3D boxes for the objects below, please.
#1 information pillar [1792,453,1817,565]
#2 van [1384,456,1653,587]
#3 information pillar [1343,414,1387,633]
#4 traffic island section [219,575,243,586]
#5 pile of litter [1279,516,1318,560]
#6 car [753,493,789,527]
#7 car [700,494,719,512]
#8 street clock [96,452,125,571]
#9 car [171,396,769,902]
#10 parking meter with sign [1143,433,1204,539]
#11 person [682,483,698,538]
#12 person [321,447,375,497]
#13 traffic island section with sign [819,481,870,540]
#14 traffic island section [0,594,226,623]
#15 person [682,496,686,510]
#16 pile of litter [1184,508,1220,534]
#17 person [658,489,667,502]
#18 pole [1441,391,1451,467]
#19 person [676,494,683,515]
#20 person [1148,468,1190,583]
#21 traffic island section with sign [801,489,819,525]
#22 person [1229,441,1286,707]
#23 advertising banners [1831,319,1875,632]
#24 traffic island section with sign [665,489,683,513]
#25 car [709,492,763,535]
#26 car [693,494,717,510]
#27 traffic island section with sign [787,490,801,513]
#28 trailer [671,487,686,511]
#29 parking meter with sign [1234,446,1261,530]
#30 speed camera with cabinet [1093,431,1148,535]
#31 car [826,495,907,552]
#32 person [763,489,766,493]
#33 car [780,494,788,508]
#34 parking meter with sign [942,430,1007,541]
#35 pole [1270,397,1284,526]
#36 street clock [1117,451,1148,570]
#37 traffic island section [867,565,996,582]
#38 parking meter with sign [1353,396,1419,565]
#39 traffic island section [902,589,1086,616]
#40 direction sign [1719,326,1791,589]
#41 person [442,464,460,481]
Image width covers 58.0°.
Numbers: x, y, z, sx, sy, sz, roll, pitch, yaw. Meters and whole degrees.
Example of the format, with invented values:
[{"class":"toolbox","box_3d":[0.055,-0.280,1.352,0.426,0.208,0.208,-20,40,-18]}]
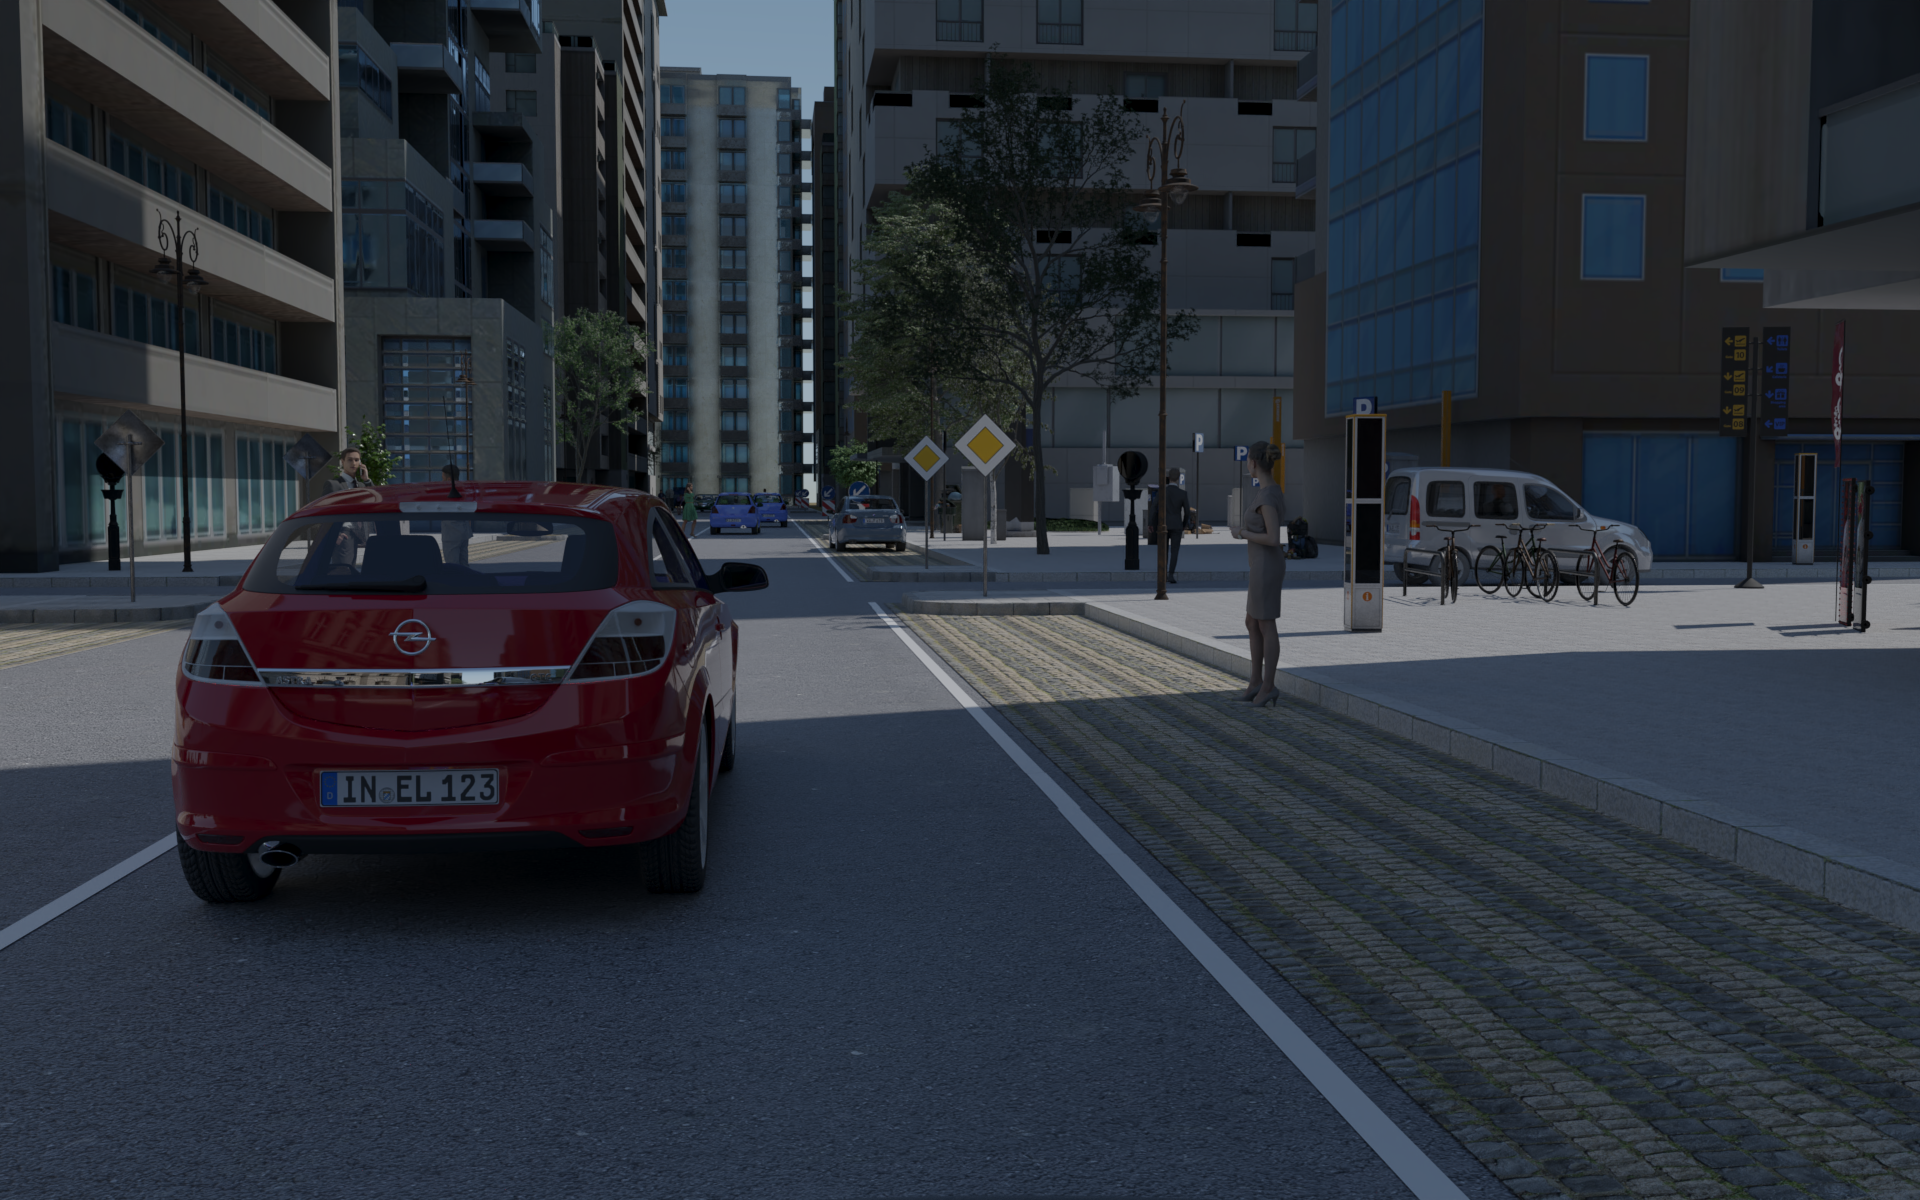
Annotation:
[{"class":"information pillar","box_3d":[15.250,-1.639,31.284,0.304,2.012,0.304,1,4,12]},{"class":"van","box_3d":[8.631,-1.219,26.945,4.112,2.044,2.013,0,4,-6]},{"class":"information pillar","box_3d":[3.759,-0.710,16.099,0.304,2.012,0.304,0,4,-1]},{"class":"traffic island section","box_3d":[-10.729,-0.381,28.513,2.009,0.180,2.903,0,4,-6]},{"class":"pile of litter","box_3d":[6.456,-1.249,34.380,1.719,0.858,1.176,-3,4,-38]},{"class":"car","box_3d":[-8.414,-4.034,75.552,1.945,1.707,3.694,0,4,-8]},{"class":"car","box_3d":[-20.318,-7.944,141.680,2.131,1.459,4.920,0,4,-7]},{"class":"street clock","box_3d":[-14.188,-1.495,29.009,0.471,2.002,0.358,-2,4,-25]},{"class":"car","box_3d":[-1.933,0.087,7.625,2.155,1.783,4.494,0,4,-5]},{"class":"parking meter with sign","box_3d":[6.113,-3.289,50.031,1.738,3.016,0.543,2,4,33]},{"class":"person","box_3d":[-8.836,-2.920,56.489,0.529,1.795,0.600,1,4,9]},{"class":"person","box_3d":[-6.117,-0.584,17.411,0.474,1.900,0.648,1,4,9]},{"class":"traffic island section with sign","box_3d":[-3.306,-2.800,54.405,1.989,1.847,2.006,0,4,-6]},{"class":"traffic island section","box_3d":[-9.845,0.104,20.577,2.009,0.180,2.903,0,4,-6]},{"class":"person","box_3d":[-19.044,-6.608,119.725,0.799,1.438,0.628,3,5,42]},{"class":"pile of litter","box_3d":[7.601,-2.546,55.587,1.719,0.858,1.176,-1,4,-16]},{"class":"person","box_3d":[-21.419,-7.093,124.913,0.683,1.767,0.568,-3,4,-36]},{"class":"pole","box_3d":[9.591,-2.470,34.232,0.158,3.312,0.155,0,3,0]},{"class":"person","box_3d":[-19.061,-6.484,117.752,0.421,1.427,0.697,-2,4,-31]},{"class":"person","box_3d":[3.395,-1.204,27.958,0.659,1.850,0.755,1,4,13]},{"class":"traffic island section with sign","box_3d":[-6.318,-4.451,81.401,1.989,1.847,2.006,0,4,-6]},{"class":"person","box_3d":[1.990,-0.168,11.590,0.374,1.781,0.599,1,4,11]},{"class":"advertising banners","box_3d":[8.666,-1.264,16.862,0.090,3.025,2.074,1,4,18]},{"class":"traffic island section with sign","box_3d":[-21.670,-7.404,129.686,1.989,1.847,2.006,0,4,-6]},{"class":"car","box_3d":[-8.060,-3.222,62.277,1.945,1.707,3.694,0,4,-5]},{"class":"car","box_3d":[-20.047,-7.571,135.582,2.131,1.459,4.920,0,4,-7]},{"class":"traffic island section with sign","box_3d":[-11.822,-7.470,130.769,1.989,1.847,2.006,0,4,-6]},{"class":"trailer","box_3d":[-23.328,-8.376,143.999,1.471,1.999,3.904,0,4,-7]},{"class":"parking meter with sign","box_3d":[10.375,-4.004,61.730,0.543,3.016,1.738,-1,4,-16]},{"class":"speed camera with cabinet","box_3d":[5.202,-3.653,54.067,2.038,3.252,0.660,2,4,28]},{"class":"car","box_3d":[-2.382,-1.967,44.159,2.014,1.417,4.499,0,4,-8]},{"class":"person","box_3d":[-13.723,-6.918,121.629,0.705,1.821,1.348,-1,4,-23]},{"class":"car","box_3d":[-9.814,-4.904,88.969,1.959,1.807,4.718,0,4,-7]},{"class":"parking meter with sign","box_3d":[0.399,-3.148,47.725,1.738,3.016,0.543,0,4,-3]},{"class":"pole","box_3d":[6.647,-2.602,36.383,0.158,3.312,0.155,0,3,0]},{"class":"street clock","box_3d":[2.908,-1.507,29.214,0.471,2.002,0.358,2,4,35]},{"class":"traffic island section","box_3d":[-0.550,-0.450,29.638,2.009,0.180,2.903,0,4,-6]},{"class":"parking meter with sign","box_3d":[7.982,-2.158,31.547,1.738,3.016,0.543,-2,4,-30]},{"class":"traffic island section","box_3d":[0.335,0.035,21.702,2.009,0.180,2.903,0,4,-6]},{"class":"direction sign","box_3d":[10.763,-1.928,23.515,0.876,3.537,0.379,0,4,7]},{"class":"person","box_3d":[-6.346,-0.789,21.574,0.466,1.800,0.511,0,4,6]}]
